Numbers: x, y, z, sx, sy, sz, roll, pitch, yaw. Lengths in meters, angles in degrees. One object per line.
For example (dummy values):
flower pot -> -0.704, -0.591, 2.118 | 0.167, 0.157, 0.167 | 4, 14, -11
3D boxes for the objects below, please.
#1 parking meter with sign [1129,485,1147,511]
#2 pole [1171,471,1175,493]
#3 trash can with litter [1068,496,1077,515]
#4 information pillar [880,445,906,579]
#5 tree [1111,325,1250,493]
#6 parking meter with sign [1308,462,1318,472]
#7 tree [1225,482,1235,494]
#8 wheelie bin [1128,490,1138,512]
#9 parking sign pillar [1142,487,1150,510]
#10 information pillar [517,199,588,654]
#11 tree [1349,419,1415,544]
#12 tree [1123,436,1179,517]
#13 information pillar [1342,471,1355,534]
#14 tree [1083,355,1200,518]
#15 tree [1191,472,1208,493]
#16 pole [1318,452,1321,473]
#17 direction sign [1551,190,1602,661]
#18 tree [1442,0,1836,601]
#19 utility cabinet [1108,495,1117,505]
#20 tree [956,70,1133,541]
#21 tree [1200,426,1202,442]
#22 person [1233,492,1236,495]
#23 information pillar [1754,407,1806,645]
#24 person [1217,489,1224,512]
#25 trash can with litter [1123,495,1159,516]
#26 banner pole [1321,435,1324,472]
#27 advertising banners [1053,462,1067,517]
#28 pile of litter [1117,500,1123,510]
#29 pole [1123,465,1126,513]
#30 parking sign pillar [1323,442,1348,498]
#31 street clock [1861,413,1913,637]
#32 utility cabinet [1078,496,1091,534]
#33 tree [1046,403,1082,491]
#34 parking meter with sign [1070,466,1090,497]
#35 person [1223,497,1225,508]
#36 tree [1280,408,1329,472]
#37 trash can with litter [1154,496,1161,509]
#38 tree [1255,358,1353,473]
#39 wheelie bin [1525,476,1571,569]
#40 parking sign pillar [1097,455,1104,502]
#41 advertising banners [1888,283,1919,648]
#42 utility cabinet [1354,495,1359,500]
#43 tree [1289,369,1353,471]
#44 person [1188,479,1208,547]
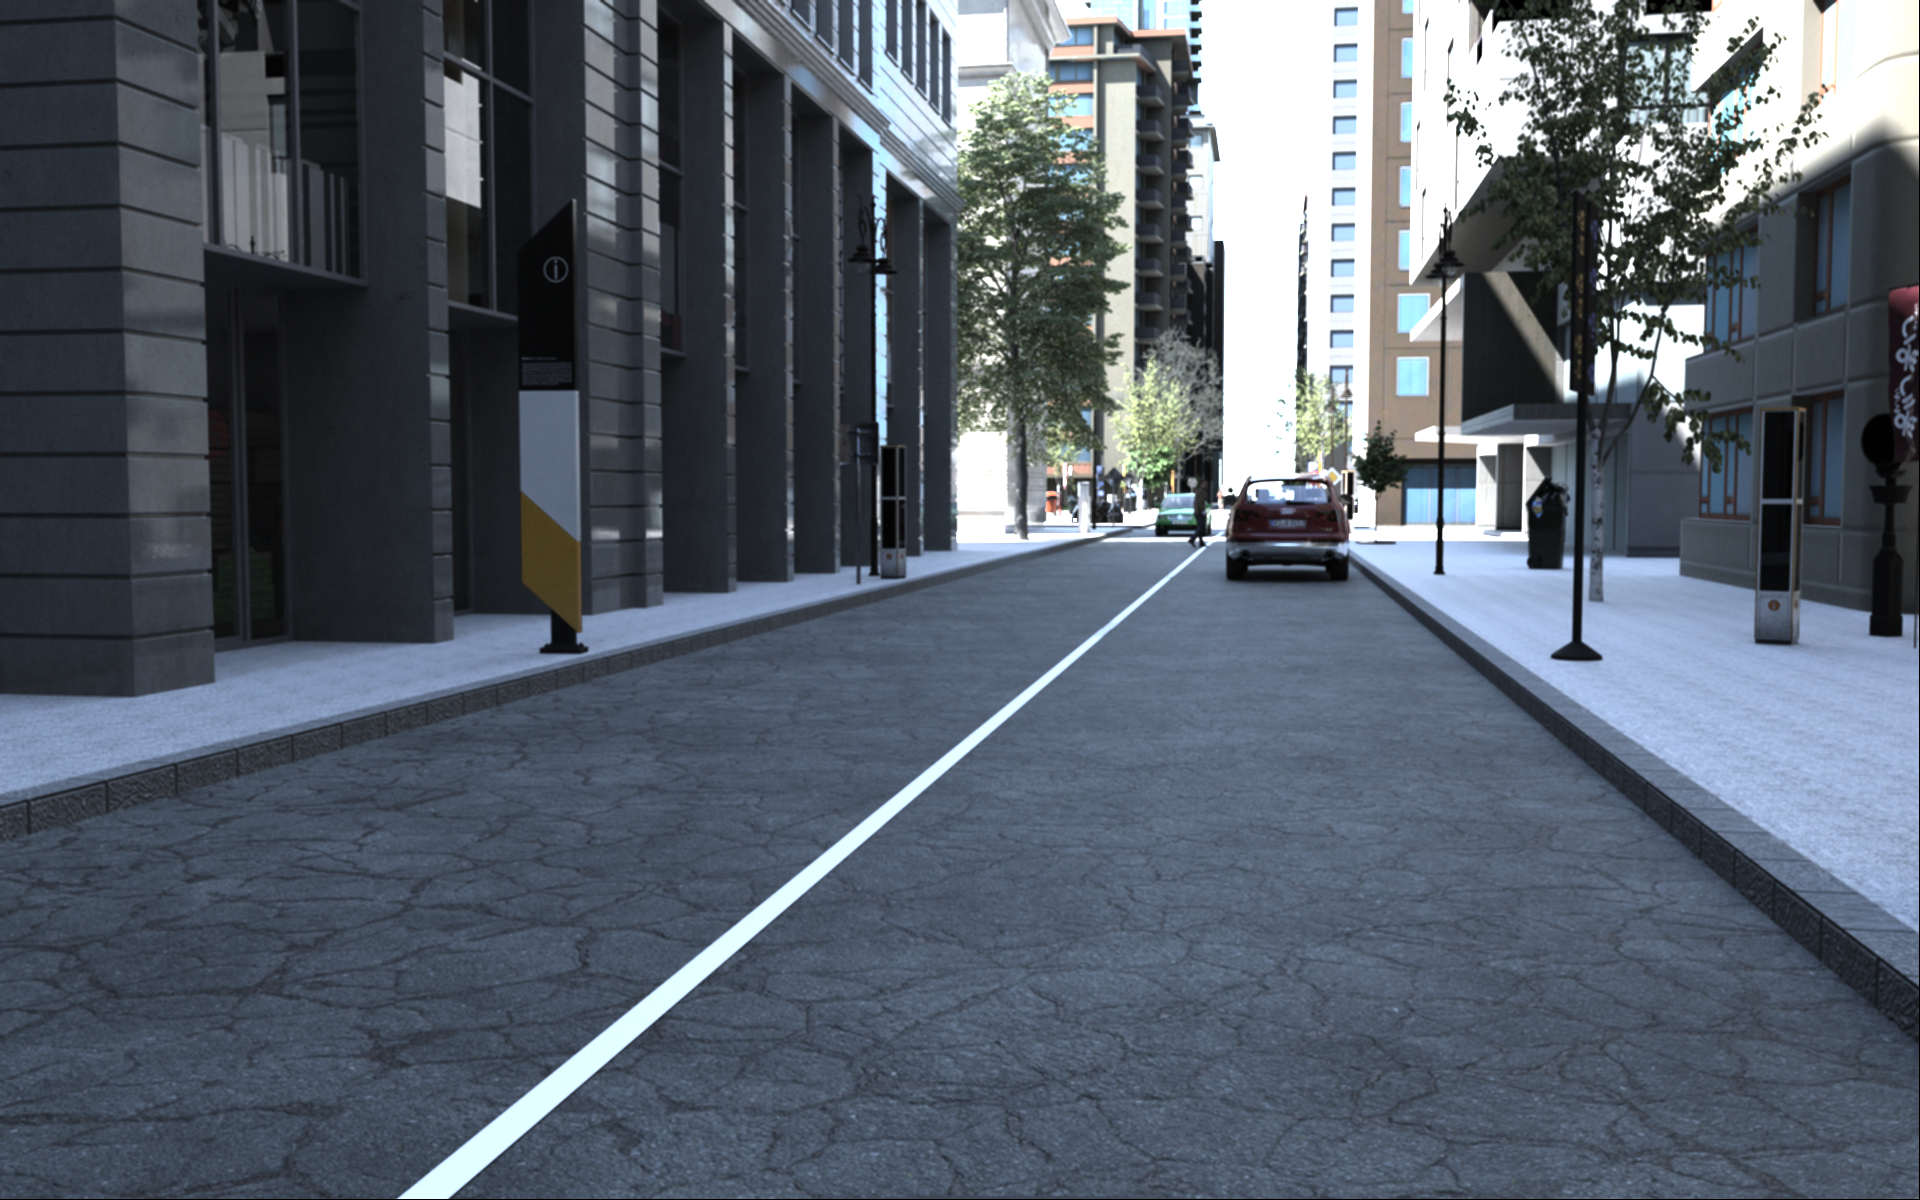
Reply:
parking meter with sign -> 13.702, -8.406, 133.693 | 0.543, 3.016, 1.738 | -3, 5, -45
pole -> 16.393, -8.544, 133.541 | 0.158, 3.312, 0.155 | 0, 3, 0
trash can with litter -> 7.086, -5.824, 106.609 | 0.624, 1.170, 1.055 | -2, 4, -33
information pillar -> -1.014, -1.332, 26.273 | 0.304, 2.012, 0.304 | 1, 4, 23
tree -> 15.893, -13.206, 126.290 | 12.009, 13.543, 11.850 | 0, 3, 0
parking meter with sign -> 19.493, -6.094, 95.896 | 0.543, 3.016, 1.738 | 1, 4, 9
tree -> 44.481, -17.755, 284.893 | 1.663, 3.219, 1.824 | 0, 3, 0
wheelie bin -> 12.243, -7.085, 123.751 | 0.693, 1.594, 0.980 | -2, 4, -34
parking sign pillar -> 14.180, -9.016, 135.878 | 1.447, 3.967, 1.447 | 3, 5, 42
information pillar -> -3.284, -1.380, 13.911 | 0.504, 3.616, 0.183 | 0, 4, 8
tree -> 10.895, -3.067, 44.740 | 1.663, 3.219, 1.824 | 0, 3, 0
tree -> 10.781, -7.004, 98.229 | 4.285, 4.588, 4.351 | 0, 3, 0
information pillar -> 12.431, -3.120, 55.502 | 0.304, 2.012, 0.304 | -1, 4, -15
tree -> 9.736, -8.693, 92.501 | 4.737, 8.622, 4.395 | 0, 3, 0
tree -> 21.458, -9.834, 155.385 | 1.663, 3.219, 1.824 | 0, 3, 0
pole -> 17.379, -5.490, 83.605 | 0.158, 3.312, 0.155 | 0, 3, 0
direction sign -> 4.805, -1.309, 13.392 | 0.379, 3.537, 0.876 | 2, 4, 30
tree -> 7.614, -4.277, 20.288 | 4.737, 8.622, 4.395 | 0, 3, 0
utility cabinet -> 11.979, -7.643, 136.130 | 0.306, 1.237, 1.020 | 2, 4, 34
tree -> 1.349, -7.892, 47.168 | 7.486, 12.596, 7.792 | 0, 3, 0
tree -> 13.187, -9.765, 110.024 | 4.737, 8.622, 4.395 | 0, 3, 0
person -> 38.258, -14.221, 241.684 | 0.551, 1.740, 0.621 | 2, 4, 31
information pillar -> 7.016, -0.632, 14.817 | 0.304, 2.012, 0.304 | 3, 4, 36
person -> 21.483, -8.188, 142.342 | 0.573, 1.828, 0.580 | 3, 5, 44
trash can with litter -> 10.439, -5.677, 103.883 | 2.233, 1.210, 1.678 | -3, 4, -37
banner pole -> 15.203, -5.057, 72.694 | 0.401, 3.779, 0.863 | 1, 4, 8
advertising banners -> 5.592, -6.158, 96.864 | 0.090, 3.025, 2.074 | -1, 4, -18
pile of litter -> 13.276, -7.862, 142.502 | 1.719, 0.858, 1.176 | -2, 4, -29
pole -> 11.406, -7.713, 119.956 | 0.158, 3.312, 0.155 | 0, 3, 0
parking sign pillar -> 19.413, -6.201, 89.860 | 1.447, 3.967, 1.447 | 3, 4, 37
street clock -> 8.376, -0.675, 15.609 | 0.358, 2.002, 0.471 | -1, 4, -20
utility cabinet -> 4.024, -2.736, 55.896 | 0.306, 1.237, 1.020 | 1, 4, 12
tree -> 7.990, -11.526, 138.819 | 4.737, 8.622, 4.395 | 0, 3, 0
parking meter with sign -> 7.756, -6.850, 108.252 | 1.738, 3.016, 0.543 | 0, 4, -7
person -> 27.496, -10.353, 181.001 | 0.697, 1.427, 0.421 | 2, 4, 33
tree -> 27.787, -11.507, 138.497 | 4.360, 8.622, 3.978 | 0, 3, 0
trash can with litter -> 16.696, -8.135, 144.394 | 1.055, 1.170, 0.624 | 0, 4, 6
tree -> 23.758, -11.290, 119.006 | 7.601, 10.594, 8.767 | 1, 4, 14
wheelie bin -> 10.135, -1.343, 29.860 | 0.693, 1.594, 0.980 | 2, 4, 24
parking sign pillar -> 9.669, -7.980, 118.937 | 1.447, 3.967, 1.447 | 0, 4, 2
advertising banners -> 7.994, -1.078, 13.814 | 0.090, 3.025, 2.074 | 0, 4, -4
utility cabinet -> 28.270, -6.901, 123.995 | 0.306, 1.237, 1.020 | -1, 4, -16
tree -> 21.084, -9.250, 101.592 | 4.737, 8.622, 4.395 | 0, 3, 0
person -> 6.471, -2.340, 46.675 | 0.836, 1.842, 0.656 | -3, 5, -41
